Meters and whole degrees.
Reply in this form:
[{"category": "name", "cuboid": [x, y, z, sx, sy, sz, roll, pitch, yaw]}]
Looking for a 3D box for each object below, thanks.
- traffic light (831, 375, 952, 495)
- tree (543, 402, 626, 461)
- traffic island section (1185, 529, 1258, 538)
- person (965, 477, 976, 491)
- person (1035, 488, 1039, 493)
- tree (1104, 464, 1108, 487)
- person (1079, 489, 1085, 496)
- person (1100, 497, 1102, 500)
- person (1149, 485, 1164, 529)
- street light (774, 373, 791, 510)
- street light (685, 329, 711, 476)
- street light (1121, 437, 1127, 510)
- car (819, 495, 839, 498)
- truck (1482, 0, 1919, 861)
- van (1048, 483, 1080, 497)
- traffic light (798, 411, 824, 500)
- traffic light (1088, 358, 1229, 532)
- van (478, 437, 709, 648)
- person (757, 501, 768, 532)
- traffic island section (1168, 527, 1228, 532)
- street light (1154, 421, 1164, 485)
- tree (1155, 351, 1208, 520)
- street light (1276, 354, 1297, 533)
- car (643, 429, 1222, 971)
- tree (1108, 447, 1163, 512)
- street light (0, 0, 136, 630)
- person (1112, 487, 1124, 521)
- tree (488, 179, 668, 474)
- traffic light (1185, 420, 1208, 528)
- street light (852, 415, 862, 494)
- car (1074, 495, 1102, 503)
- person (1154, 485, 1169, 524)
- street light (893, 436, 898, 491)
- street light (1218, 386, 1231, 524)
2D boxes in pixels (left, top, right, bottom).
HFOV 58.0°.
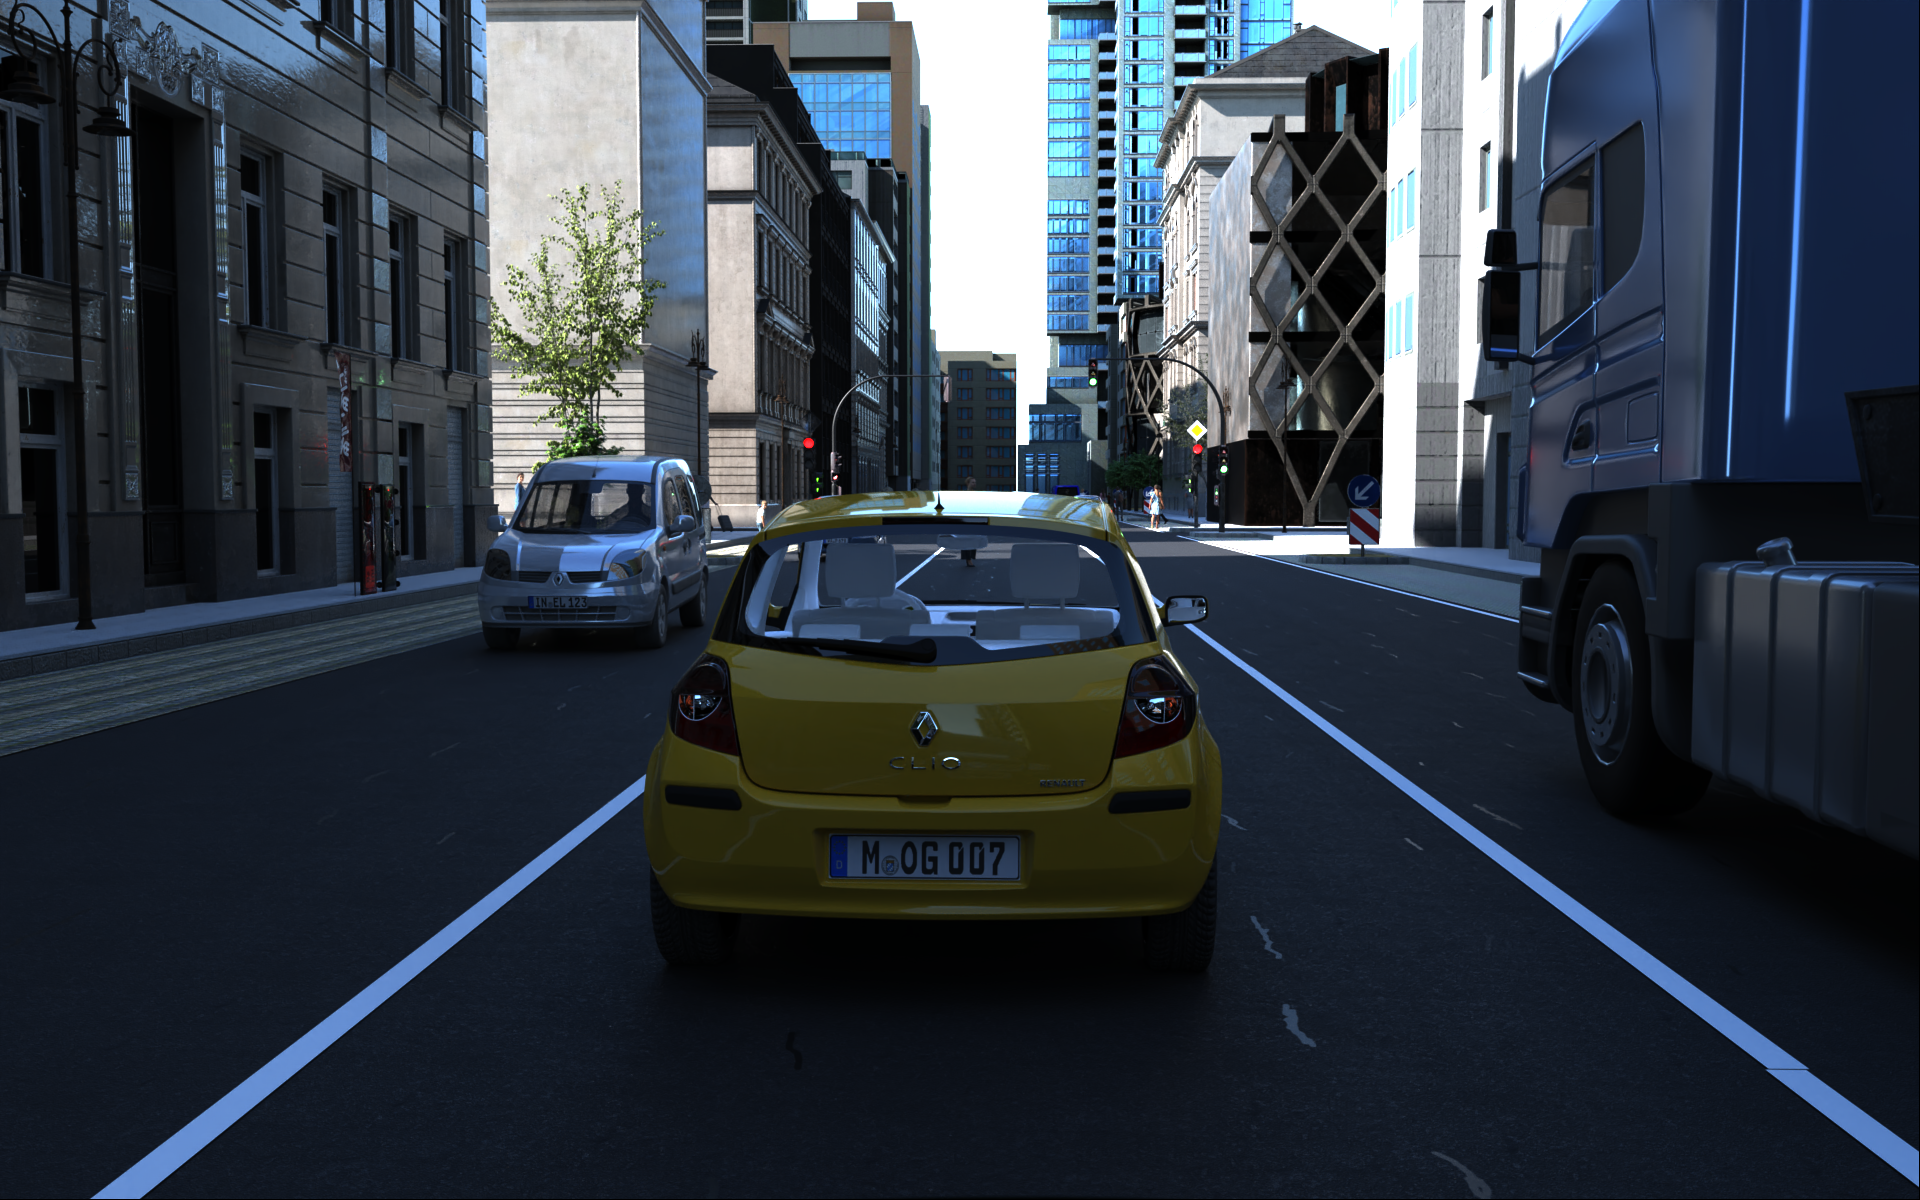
[{"category": "traffic light", "cuboid": [-2.692, -5.597, 66.176, 4.771, 5.953, 1.251, 0, 4, 2]}, {"category": "tree", "cuboid": [-7.759, -2.564, 36.528, 1.663, 3.219, 1.824, 0, 3, 0]}, {"category": "traffic island section", "cuboid": [8.770, -2.181, 57.939, 2.009, 0.180, 2.903, 0, 4, 2]}, {"category": "person", "cuboid": [0.156, -1.552, 34.301, 0.576, 1.772, 0.534, -3, 5, -40]}, {"category": "person", "cuboid": [5.592, -7.092, 124.268, 0.447, 1.846, 0.655, 1, 4, 16]}, {"category": "tree", "cuboid": [13.889, -9.962, 146.596, 4.285, 4.588, 4.351, 0, 3, 0]}, {"category": "person", "cuboid": [8.320, -6.645, 117.372, 0.641, 1.798, 0.478, -3, 4, -38]}, {"category": "person", "cuboid": [7.588, -4.846, 92.408, 0.352, 1.250, 0.332, 0, 4, 5]}, {"category": "person", "cuboid": [8.048, -3.810, 70.891, 0.616, 1.811, 0.778, 1, 4, 21]}, {"category": "street light", "cuboid": [-6.808, -5.734, 66.545, 0.468, 5.910, 1.993, 0, 4, 2]}, {"category": "street light", "cuboid": [-7.322, -4.636, 48.582, 0.468, 5.910, 1.993, 0, 4, 2]}, {"category": "street light", "cuboid": [13.330, -10.258, 140.506, 0.468, 5.910, 1.993, 0, 4, 2]}, {"category": "car", "cuboid": [-2.589, -1.636, 38.746, 2.014, 1.417, 4.499, 0, 4, 1]}, {"category": "truck", "cuboid": [3.652, -0.658, 0.521, 2.967, 4.110, 18.799, 0, 4, 3]}, {"category": "van", "cuboid": [7.526, -7.326, 124.169, 2.240, 2.365, 5.245, 0, 4, 0]}, {"category": "traffic light", "cuboid": [-5.025, -4.239, 58.222, 0.839, 4.253, 0.868, 0, 4, 2]}, {"category": "traffic light", "cuboid": [6.637, -5.081, 57.747, 4.771, 5.953, 1.251, 0, 4, 2]}, {"category": "van", "cuboid": [-3.587, -0.636, 17.416, 2.013, 2.044, 4.112, 0, 4, 0]}, {"category": "person", "cuboid": [-5.440, -2.112, 47.718, 0.352, 1.250, 0.332, 1, 4, 20]}, {"category": "traffic island section", "cuboid": [9.010, -2.669, 65.920, 2.009, 0.180, 2.903, 0, 4, 2]}, {"category": "street light", "cuboid": [12.325, -8.231, 107.367, 0.468, 5.910, 1.993, 0, 4, 2]}, {"category": "tree", "cuboid": [12.144, -8.316, 86.326, 4.360, 8.622, 3.978, 0, 3, 0]}, {"category": "street light", "cuboid": [10.771, -5.171, 57.328, 0.468, 5.910, 1.993, 0, 4, 2]}, {"category": "car", "cuboid": [-0.005, 0.218, 6.662, 2.015, 1.641, 3.980, 0, 4, 3]}, {"category": "tree", "cuboid": [12.869, -8.444, 121.772, 4.285, 4.588, 4.351, 0, 3, 0]}, {"category": "street light", "cuboid": [-8.307, -2.660, 16.275, 0.468, 5.910, 1.993, 0, 4, 2]}, {"category": "person", "cuboid": [8.397, -5.095, 91.772, 0.622, 1.834, 0.822, 0, 4, 2]}, {"category": "tree", "cuboid": [-8.795, -5.495, 40.210, 4.737, 8.622, 4.395, 0, 3, 0]}, {"category": "traffic light", "cuboid": [8.970, -4.703, 65.807, 0.839, 4.253, 0.868, 0, 4, 2]}, {"category": "street light", "cuboid": [-5.884, -7.719, 98.997, 0.468, 5.910, 1.993, 0, 4, 2]}, {"category": "car", "cuboid": [6.365, -4.605, 87.649, 2.083, 1.381, 4.827, 0, 4, 0]}, {"category": "person", "cuboid": [9.494, -4.502, 82.011, 0.836, 1.842, 0.656, -2, 4, -25]}, {"category": "street light", "cuboid": [-4.925, -9.711, 131.569, 0.468, 5.910, 1.993, 0, 4, 2]}, {"category": "street light", "cuboid": [11.376, -6.206, 74.261, 0.468, 5.910, 1.993, 0, 4, 2]}]
